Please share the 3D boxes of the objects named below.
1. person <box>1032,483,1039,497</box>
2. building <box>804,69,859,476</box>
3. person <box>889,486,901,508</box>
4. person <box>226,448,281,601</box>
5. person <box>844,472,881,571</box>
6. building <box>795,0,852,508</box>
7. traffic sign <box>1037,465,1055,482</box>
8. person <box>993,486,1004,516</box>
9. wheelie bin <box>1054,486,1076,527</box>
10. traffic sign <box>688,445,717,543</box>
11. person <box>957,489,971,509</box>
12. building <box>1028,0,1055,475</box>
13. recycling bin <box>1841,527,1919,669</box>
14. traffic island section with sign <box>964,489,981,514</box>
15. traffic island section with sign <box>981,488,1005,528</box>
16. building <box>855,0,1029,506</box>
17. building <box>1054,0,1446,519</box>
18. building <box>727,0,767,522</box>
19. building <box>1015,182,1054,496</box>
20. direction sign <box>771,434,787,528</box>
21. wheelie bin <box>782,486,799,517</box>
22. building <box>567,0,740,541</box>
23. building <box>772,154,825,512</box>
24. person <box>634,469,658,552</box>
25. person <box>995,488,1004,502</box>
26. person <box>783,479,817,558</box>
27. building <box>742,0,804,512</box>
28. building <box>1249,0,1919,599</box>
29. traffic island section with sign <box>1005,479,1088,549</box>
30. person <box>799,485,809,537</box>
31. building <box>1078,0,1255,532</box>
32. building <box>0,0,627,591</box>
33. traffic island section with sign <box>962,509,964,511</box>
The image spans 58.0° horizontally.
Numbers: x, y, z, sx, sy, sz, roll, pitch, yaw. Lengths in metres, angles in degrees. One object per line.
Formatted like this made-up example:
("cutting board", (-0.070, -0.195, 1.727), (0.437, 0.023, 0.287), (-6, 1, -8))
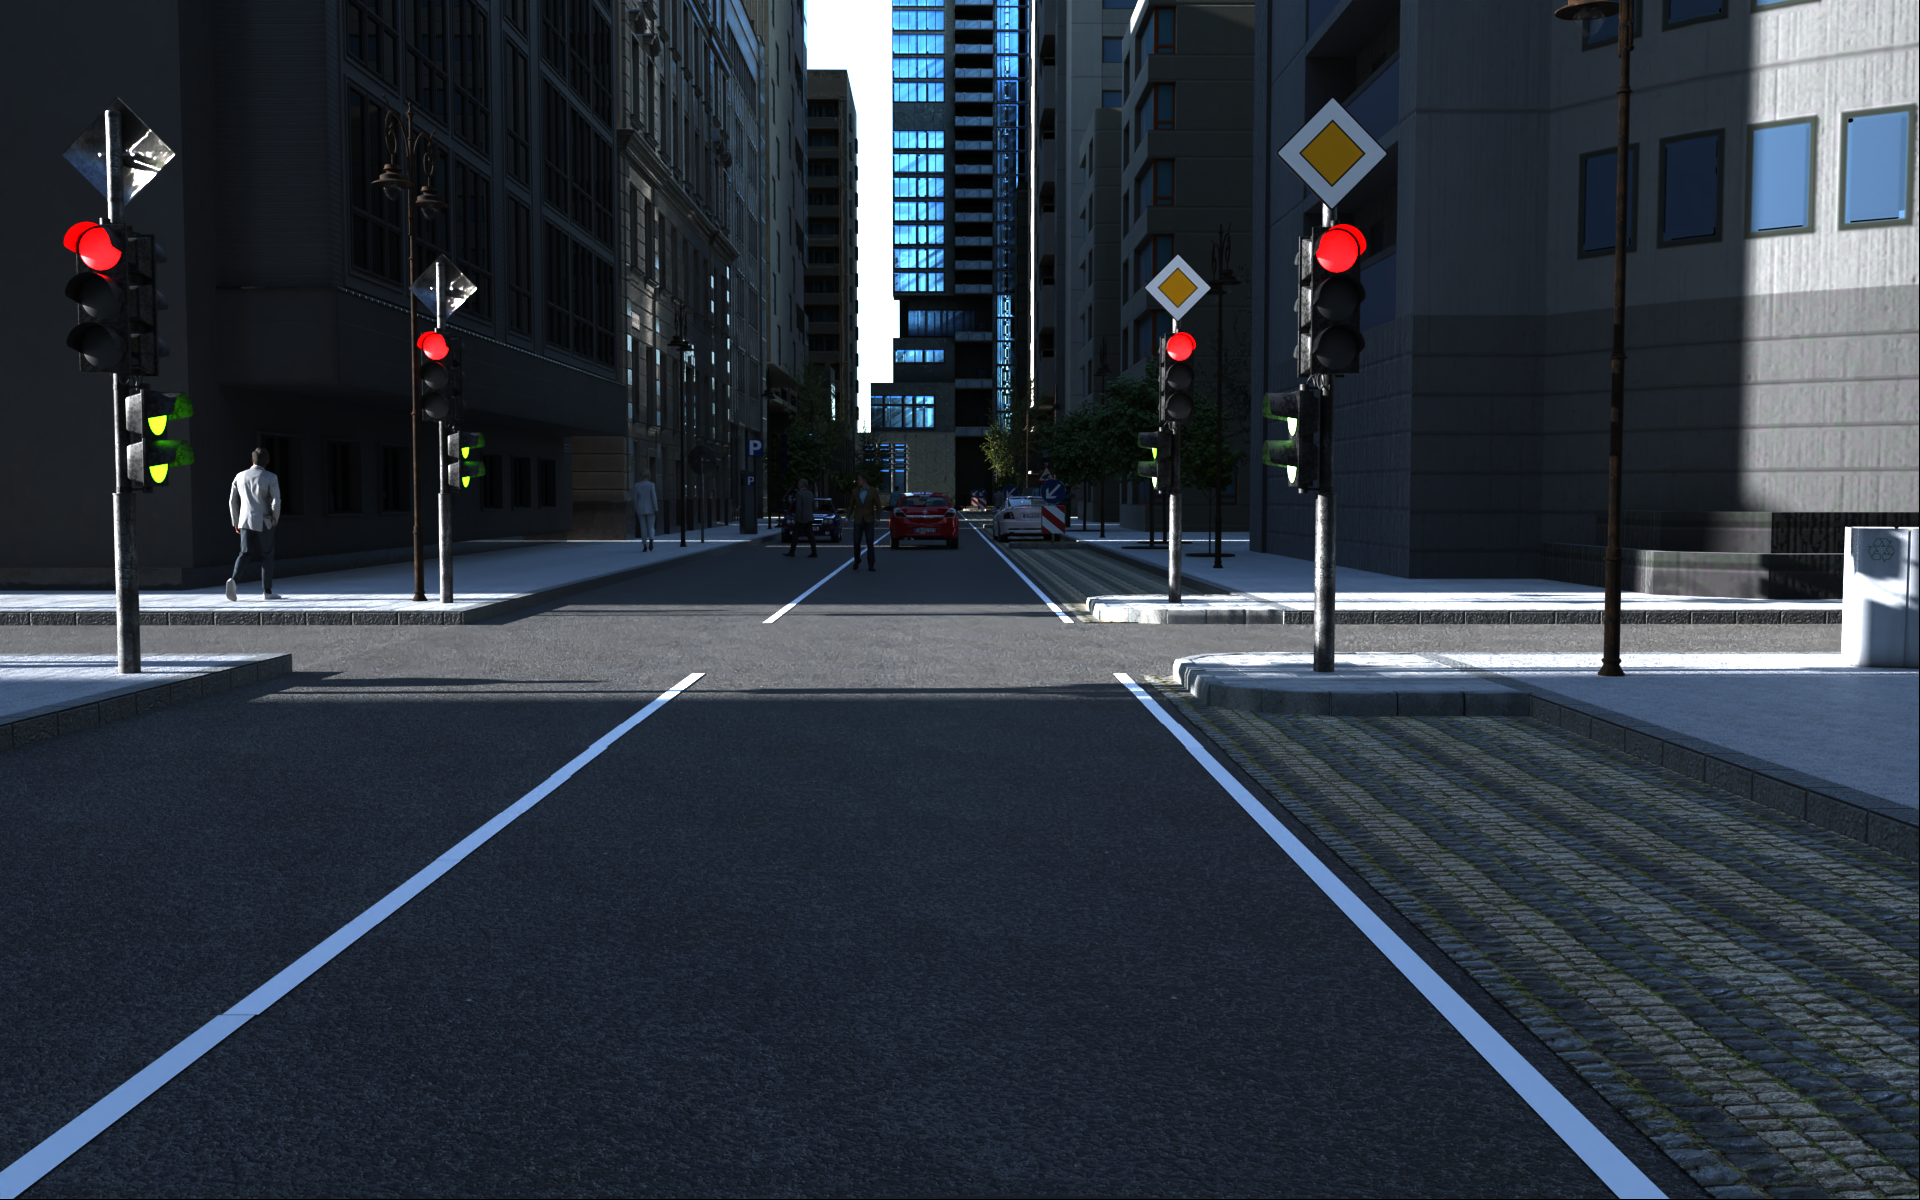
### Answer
("person", (3.916, -4.987, 87.592), (0.660, 1.820, 0.620), (-1, 4, -16))
("building", (-22.283, -34.661, 190.401), (21.600, 48.544, 21.300), (0, 4, -1))
("person", (-3.101, -4.527, 82.532), (0.660, 1.820, 0.620), (1, 4, 14))
("person", (-8.518, -0.919, 20.909), (0.661, 1.843, 0.795), (1, 4, 9))
("person", (-1.829, -1.471, 32.455), (0.656, 1.842, 0.836), (-1, 4, -22))
("building", (-25.962, -51.623, 156.714), (31.000, 86.520, 22.319), (0, 4, -1))
("traffic sign", (3.805, -4.661, 76.213), (0.884, 2.594, 0.081), (0, 4, 1))
("person", (1.790, -4.371, 80.240), (0.678, 1.792, 0.850), (2, 4, 32))
("wheelie bin", (3.984, -3.602, 66.805), (0.980, 1.594, 0.693), (0, 4, -2))
("traffic sign", (-6.738, -2.762, 45.261), (0.768, 2.556, 0.104), (0, 4, 6))
("person", (0.425, -9.419, 162.129), (1.348, 1.869, 0.705), (0, 4, -5))
("building", (19.559, -33.715, 140.473), (28.713, 52.752, 27.495), (0, 4, -1))
("recycling bin", (7.086, -0.030, 13.040), (0.722, 1.027, 0.722), (1, 4, 21))
("traffic island section with sign", (1.438, -6.969, 122.573), (1.989, 1.847, 2.006), (0, 4, -1))
("traffic island section with sign", (1.990, -3.911, 72.577), (1.989, 1.847, 2.006), (0, 4, -1))
("building", (4.391, -53.660, 190.017), (31.000, 86.520, 22.319), (0, 4, -1))
("building", (16.667, -34.882, 112.319), (21.231, 58.520, 28.212), (0, 4, -1))
("building", (-16.185, -16.132, 81.786), (12.078, 24.808, 19.932), (0, 4, -1))
("building", (12.078, -23.907, 162.576), (14.160, 30.474, 14.107), (0, 4, -1))
("direction sign", (-6.893, -4.527, 66.010), (0.876, 3.537, 0.379), (3, 5, 41))
("wheelie bin", (-6.864, -3.839, 70.679), (0.693, 1.594, 0.980), (-1, 4, -15))
("building", (-14.965, -16.006, 58.960), (12.463, 27.353, 25.104), (0, 4, -1))
("building", (-20.918, -42.414, 131.728), (20.563, 71.187, 20.611), (0, 4, -1))
("person", (-6.917, -1.972, 38.165), (0.514, 1.842, 0.818), (-1, 4, -12))
("person", (1.905, -4.544, 82.799), (0.555, 1.821, 0.388), (-3, 5, -41))
("person", (-3.608, -1.856, 39.238), (0.834, 1.777, 0.661), (2, 4, 25))
("building", (-24.086, -31.744, 108.247), (28.713, 52.752, 27.495), (0, 4, -1))
("building", (20.740, -29.789, 29.056), (28.212, 58.520, 21.231), (0, 4, -1))
("traffic island section with sign", (2.295, -2.263, 45.623), (1.989, 1.847, 2.006), (0, 4, -1))
("person", (-5.211, -3.039, 58.191), (0.388, 1.821, 0.555), (1, 4, 21))
("building", (19.929, -13.911, 72.482), (27.650, 21.520, 28.899), (0, 4, -1))
("building", (-15.791, -14.707, 33.967), (14.314, 27.812, 24.014), (0, 4, -1))
("traffic island section with sign", (1.156, -8.618, 149.527), (1.989, 1.847, 2.006), (0, 4, -1))
